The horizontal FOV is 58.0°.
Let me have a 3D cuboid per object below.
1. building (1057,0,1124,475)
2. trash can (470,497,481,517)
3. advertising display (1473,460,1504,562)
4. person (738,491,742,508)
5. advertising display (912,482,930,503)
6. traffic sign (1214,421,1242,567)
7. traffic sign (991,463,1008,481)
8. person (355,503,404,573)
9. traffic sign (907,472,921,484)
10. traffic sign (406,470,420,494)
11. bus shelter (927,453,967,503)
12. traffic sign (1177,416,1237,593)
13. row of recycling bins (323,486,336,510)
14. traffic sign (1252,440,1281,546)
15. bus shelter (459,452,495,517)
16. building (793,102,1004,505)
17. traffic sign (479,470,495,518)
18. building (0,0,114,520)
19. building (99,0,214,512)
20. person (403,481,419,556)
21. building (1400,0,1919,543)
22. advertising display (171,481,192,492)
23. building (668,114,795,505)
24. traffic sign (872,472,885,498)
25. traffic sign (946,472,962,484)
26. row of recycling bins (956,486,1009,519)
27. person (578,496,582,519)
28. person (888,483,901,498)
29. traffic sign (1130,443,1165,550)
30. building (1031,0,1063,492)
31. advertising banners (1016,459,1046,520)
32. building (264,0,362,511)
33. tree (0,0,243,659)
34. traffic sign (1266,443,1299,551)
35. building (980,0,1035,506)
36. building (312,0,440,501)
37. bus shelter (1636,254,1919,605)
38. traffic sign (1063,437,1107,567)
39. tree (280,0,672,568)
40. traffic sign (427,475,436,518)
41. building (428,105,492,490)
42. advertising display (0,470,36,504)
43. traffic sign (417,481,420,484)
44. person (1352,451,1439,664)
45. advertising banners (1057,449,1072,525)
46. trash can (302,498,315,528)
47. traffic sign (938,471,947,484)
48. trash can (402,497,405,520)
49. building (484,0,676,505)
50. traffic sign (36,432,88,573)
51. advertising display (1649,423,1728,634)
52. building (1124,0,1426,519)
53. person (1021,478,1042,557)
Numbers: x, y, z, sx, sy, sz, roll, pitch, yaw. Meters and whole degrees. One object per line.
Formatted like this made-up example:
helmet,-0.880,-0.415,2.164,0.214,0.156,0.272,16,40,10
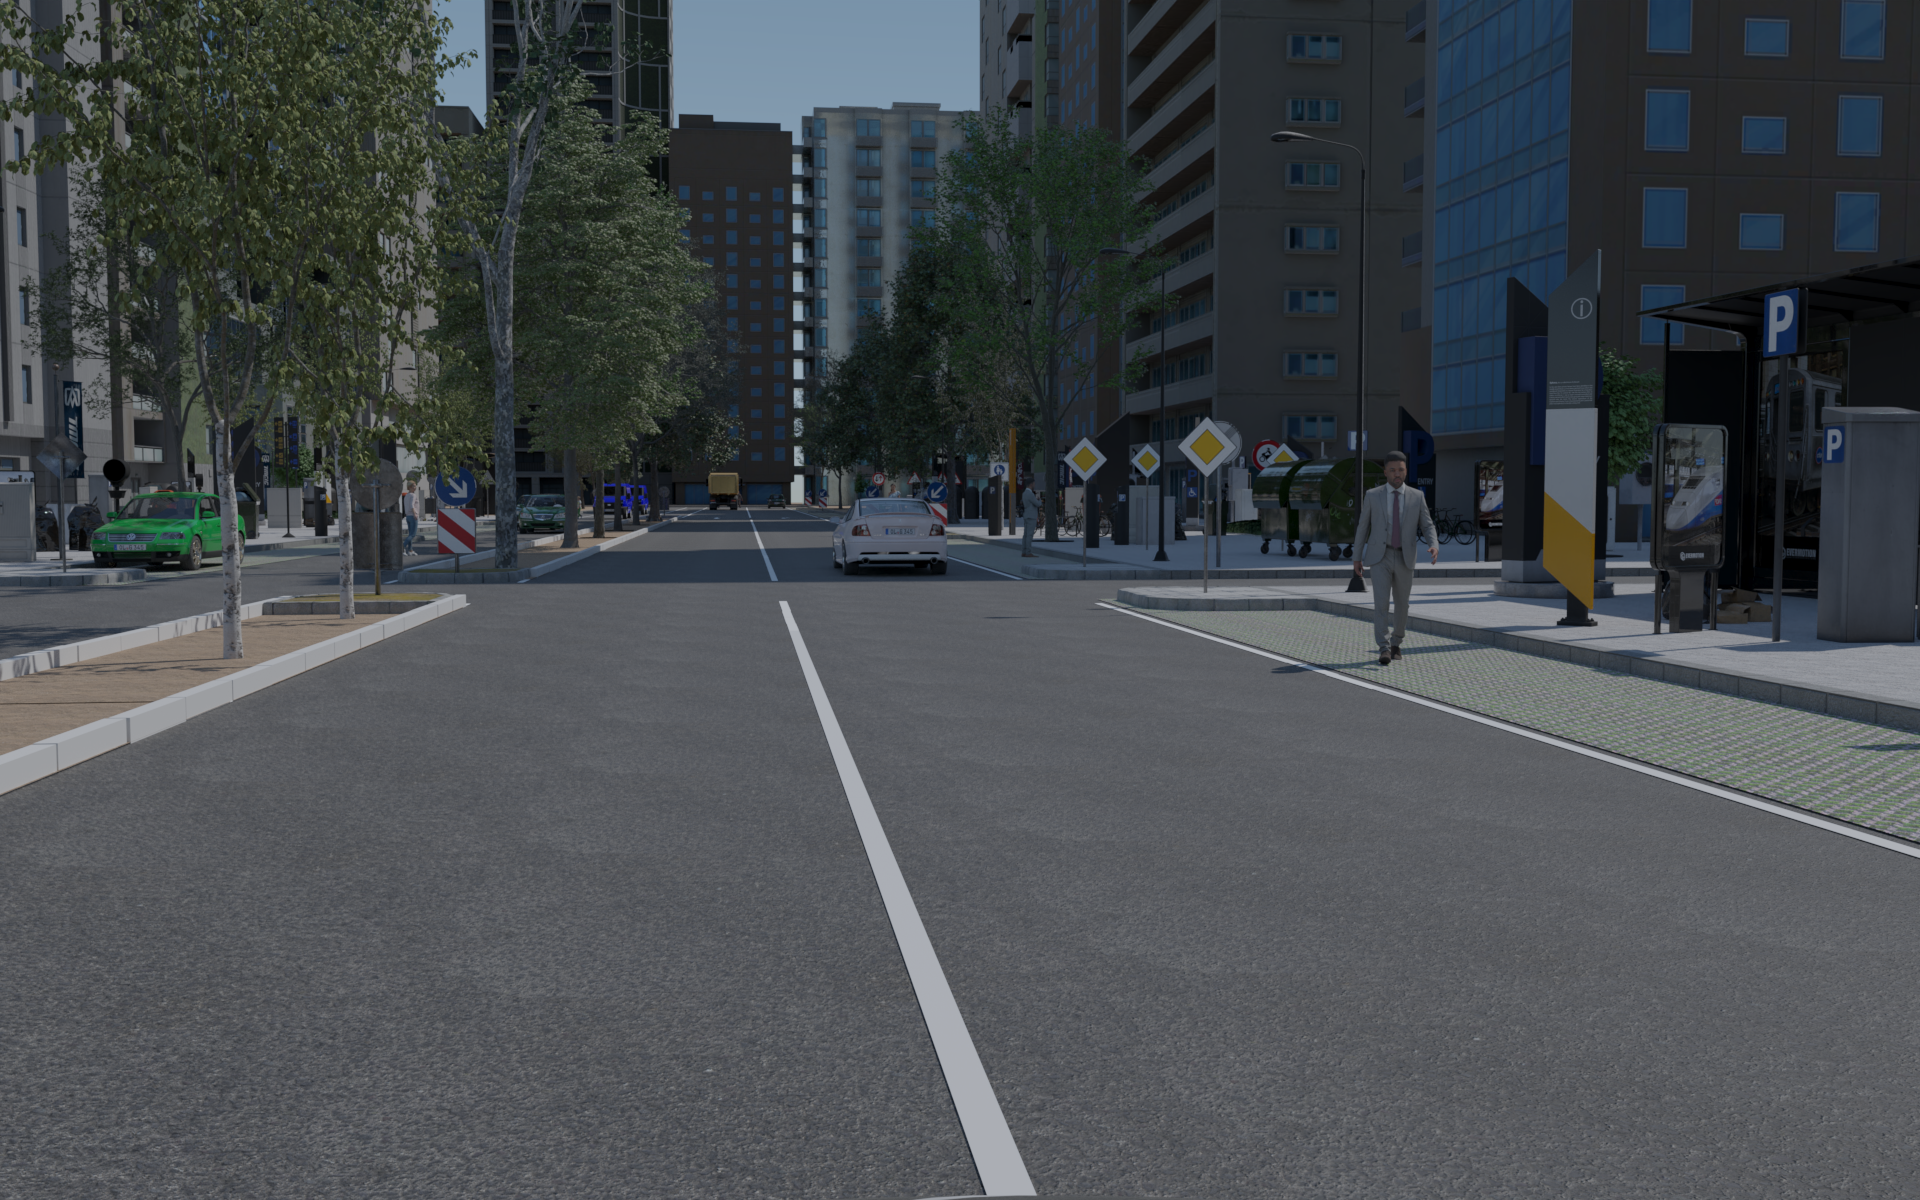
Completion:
building,14.859,-28.702,119.387,14.600,45.320,14.200,0,4,-7
trash can,-26.788,-5.142,95.722,0.748,1.137,0.748,0,3,0
advertising display,10.104,-1.685,32.769,0.974,1.923,0.123,-2,4,-31
person,-23.030,-10.442,179.773,0.990,1.755,0.434,1,4,18
advertising display,-2.054,-5.287,91.655,0.974,1.923,0.123,-2,4,-23
traffic sign,4.532,-1.847,30.306,0.768,2.556,0.104,0,4,-4
traffic sign,1.273,-3.296,56.023,0.606,2.300,0.079,0,4,-2
person,-10.373,-1.377,30.992,0.713,1.824,0.794,2,4,35
traffic sign,-2.469,-5.783,94.550,0.884,2.594,0.081,0,4,-2
traffic sign,-28.942,-5.603,91.715,0.768,2.556,0.104,0,4,-3
bus shelter,-0.763,-6.752,101.685,1.731,3.624,6.357,0,4,-7
traffic sign,3.184,-1.148,22.418,0.795,2.450,0.064,0,4,-7
row of recycling bins,-34.674,-5.357,94.694,1.069,1.692,3.534,-1,4,-22
traffic sign,7.224,-2.482,40.680,0.768,2.556,0.104,0,4,1
bus shelter,-27.501,-6.639,99.825,1.731,3.624,6.357,0,4,-7
building,-5.672,-36.395,214.667,30.456,49.044,23.786,0,4,-7
traffic sign,-25.416,-5.699,93.190,0.884,2.594,0.081,0,4,-6
building,-44.330,-31.444,56.109,21.231,58.520,28.212,0,4,-7
building,-46.826,-24.590,85.647,14.154,41.232,14.086,0,4,-7
person,-12.738,-1.887,40.022,0.731,1.740,0.598,3,5,39
building,22.807,-24.562,51.694,14.200,45.320,14.600,0,4,-7
advertising display,-38.700,-4.949,86.126,0.974,1.923,0.123,0,4,-4
building,-27.323,-34.123,208.018,14.200,45.320,14.600,0,4,-7
traffic sign,-4.721,-6.148,100.623,0.768,2.556,0.104,0,4,-4
traffic sign,-0.322,-5.675,92.795,0.884,2.594,0.081,0,4,-5
row of recycling bins,1.082,-5.001,88.875,3.534,1.692,1.069,0,4,2
person,-22.052,-5.357,100.330,0.306,1.304,0.590,1,4,21
person,-2.350,-3.203,60.956,0.616,1.811,0.778,2,4,26
traffic sign,4.279,-2.350,39.609,0.795,2.450,0.064,0,4,-5
building,12.396,-27.513,133.430,14.154,41.232,14.086,0,4,-7
advertising banners,3.569,-5.478,85.755,2.074,3.025,0.090,-2,4,-33
building,-52.822,-48.981,113.507,22.319,86.520,31.000,0,4,-7
tree,-6.227,-3.773,14.514,4.737,8.622,4.395,0,3,0
traffic sign,7.271,-2.312,38.987,0.795,2.450,0.064,0,4,-3
building,16.788,-34.661,155.949,28.713,52.752,27.495,0,4,-7
building,-59.938,-34.078,146.407,27.495,52.752,28.713,0,4,-7
bus shelter,9.962,-1.727,19.514,1.731,3.624,6.357,0,4,-7
traffic sign,2.183,-1.633,30.341,0.795,2.450,0.064,0,4,-7
tree,-10.012,-10.701,33.310,12.611,20.169,13.585,0,3,0
traffic sign,-28.185,-5.669,92.797,0.768,2.556,0.104,0,4,-4
building,-67.229,-35.617,206.031,21.600,48.544,21.300,0,4,-7
advertising display,-25.466,-2.539,46.720,0.974,1.923,0.123,-2,4,-34
traffic sign,-29.498,-5.712,93.504,0.768,2.556,0.104,0,4,-4
person,3.678,-0.360,14.666,0.678,1.792,0.850,0,4,8
advertising banners,4.088,-4.338,67.107,0.090,3.025,2.074,1,4,20
trash can,-24.898,-3.356,66.518,0.748,1.137,0.748,0,3,0
traffic sign,-0.964,-5.749,93.993,0.884,2.594,0.081,0,4,-3
trash can,-28.235,-4.610,87.026,0.748,1.137,0.748,0,3,0
building,-44.933,-47.065,207.760,20.611,71.187,20.563,0,4,-7
traffic sign,-14.631,-1.505,28.245,0.795,2.450,0.064,0,4,-7
advertising display,6.754,-0.663,16.058,0.974,1.923,0.123,-2,4,-33
building,21.590,-28.746,93.706,21.300,48.544,21.600,0,4,-7
person,1.637,-1.860,39.097,0.466,1.800,0.511,-2,4,-29
